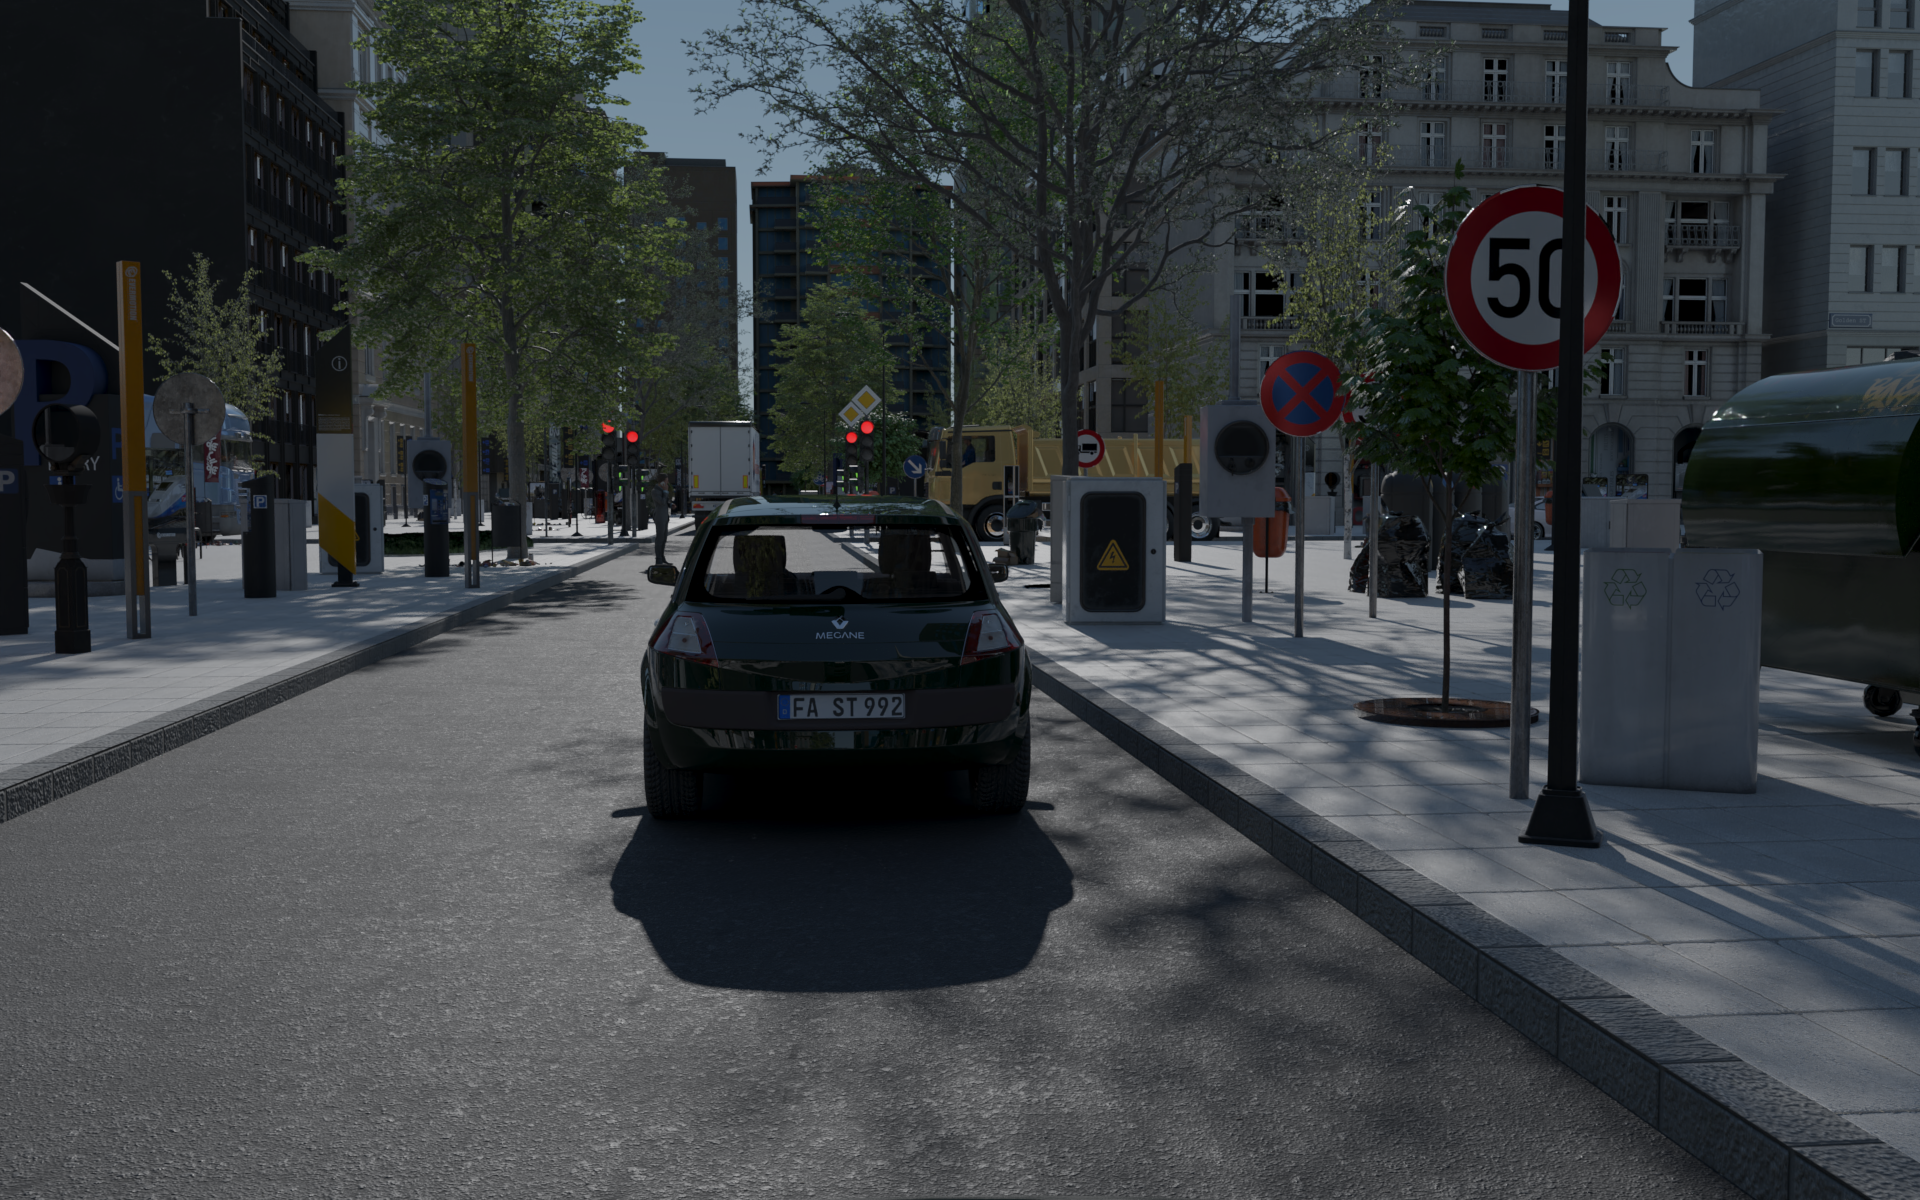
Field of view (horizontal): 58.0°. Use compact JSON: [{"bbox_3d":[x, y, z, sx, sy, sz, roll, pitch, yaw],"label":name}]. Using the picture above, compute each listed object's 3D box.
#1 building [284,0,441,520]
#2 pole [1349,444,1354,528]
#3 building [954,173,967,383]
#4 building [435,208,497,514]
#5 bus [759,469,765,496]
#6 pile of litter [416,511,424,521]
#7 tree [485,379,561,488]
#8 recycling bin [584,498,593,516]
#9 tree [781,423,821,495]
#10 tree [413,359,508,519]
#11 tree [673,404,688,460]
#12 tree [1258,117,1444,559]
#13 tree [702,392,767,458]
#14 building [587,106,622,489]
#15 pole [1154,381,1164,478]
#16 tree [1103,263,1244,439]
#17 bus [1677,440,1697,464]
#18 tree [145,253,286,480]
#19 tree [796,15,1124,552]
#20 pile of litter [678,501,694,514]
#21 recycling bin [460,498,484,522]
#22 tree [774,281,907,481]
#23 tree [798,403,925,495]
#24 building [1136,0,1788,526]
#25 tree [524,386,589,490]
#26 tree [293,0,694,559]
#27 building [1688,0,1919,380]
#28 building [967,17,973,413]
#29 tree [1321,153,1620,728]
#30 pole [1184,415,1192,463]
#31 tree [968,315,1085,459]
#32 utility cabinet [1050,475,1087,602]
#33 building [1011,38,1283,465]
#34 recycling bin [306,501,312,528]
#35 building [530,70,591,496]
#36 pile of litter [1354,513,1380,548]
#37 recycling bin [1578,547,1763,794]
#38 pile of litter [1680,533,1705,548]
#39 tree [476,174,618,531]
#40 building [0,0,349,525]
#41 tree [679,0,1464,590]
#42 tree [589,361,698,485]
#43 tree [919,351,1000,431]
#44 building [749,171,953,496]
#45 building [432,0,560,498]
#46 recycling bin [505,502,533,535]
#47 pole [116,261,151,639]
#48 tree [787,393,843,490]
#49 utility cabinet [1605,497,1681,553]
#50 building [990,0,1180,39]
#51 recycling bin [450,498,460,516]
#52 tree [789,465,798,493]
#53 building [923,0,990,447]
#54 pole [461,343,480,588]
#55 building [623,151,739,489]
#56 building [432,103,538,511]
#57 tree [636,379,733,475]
[{"bbox_3d":[-34.884,-18.489,88.201,13.634,28.700,20.117,0,4,-6],"label":"building"},{"bbox_3d":[14.715,-4.365,65.203,0.158,3.312,0.155,0,3,0],"label":"pole"},{"bbox_3d":[10.058,-37.557,237.753,21.600,48.544,21.300,0,4,-6],"label":"building"},{"bbox_3d":[-37.947,-16.419,110.250,13.314,21.916,24.055,0,4,-6],"label":"building"},{"bbox_3d":[-18.607,-9.821,152.116,2.896,3.916,12.252,0,4,-6],"label":"bus"},{"bbox_3d":[-25.297,-4.225,83.048,1.719,0.858,1.176,-2,4,-31],"label":"pile of litter"},{"bbox_3d":[-25.218,-9.205,100.869,4.360,8.622,3.978,0,3,0],"label":"tree"},{"bbox_3d":[-22.072,-5.585,103.868,0.722,1.027,0.722,-3,5,-39],"label":"recycling bin"},{"bbox_3d":[-14.813,-12.836,160.236,4.360,8.622,3.978,0,3,0],"label":"tree"},{"bbox_3d":[-25.228,-8.370,87.207,4.737,8.622,4.395,0,3,0],"label":"tree"},{"bbox_3d":[-20.065,-12.938,137.288,9.928,11.665,9.643,0,3,0],"label":"tree"},{"bbox_3d":[7.659,-5.092,33.613,4.360,8.622,3.978,0,3,0],"label":"tree"},{"bbox_3d":[-25.882,-17.339,190.141,9.857,13.997,8.962,0,3,0],"label":"tree"},{"bbox_3d":[-58.135,-39.439,234.070,27.495,52.752,28.713,0,4,-6],"label":"building"},{"bbox_3d":[3.595,-2.291,31.302,0.158,3.312,0.155,0,3,0],"label":"pole"},{"bbox_3d":[6.683,-6.380,54.681,4.737,8.622,4.395,0,3,0],"label":"tree"},{"bbox_3d":[28.148,-3.718,52.331,12.252,3.916,2.896,0,4,-8],"label":"bus"},{"bbox_3d":[-22.394,-6.254,52.623,4.360,8.622,3.978,0,3,0],"label":"tree"},{"bbox_3d":[0.046,-6.862,37.954,9.928,11.665,9.643,0,3,0],"label":"tree"},{"bbox_3d":[-17.770,-5.996,111.995,1.176,0.858,1.719,-1,4,-9],"label":"pile of litter"},{"bbox_3d":[-22.097,-4.044,78.675,0.722,1.027,0.722,1,4,12],"label":"recycling bin"},{"bbox_3d":[-6.569,-10.681,92.759,7.486,12.596,7.792,0,3,0],"label":"tree"},{"bbox_3d":[-2.897,-4.641,59.596,4.285,4.588,4.351,0,3,0],"label":"tree"},{"bbox_3d":[20.849,-14.296,75.543,24.055,21.916,13.314,0,4,-6],"label":"building"},{"bbox_3d":[-24.889,-9.748,109.745,4.737,8.622,4.395,0,3,0],"label":"tree"},{"bbox_3d":[-9.178,-7.112,34.402,7.486,12.596,7.792,0,3,0],"label":"tree"},{"bbox_3d":[49.098,-18.290,76.531,29.804,29.767,11.434,0,4,-6],"label":"building"},{"bbox_3d":[7.368,-28.673,152.398,14.154,41.232,14.086,0,4,-6],"label":"building"},{"bbox_3d":[2.934,-0.936,9.911,1.663,3.219,1.824,0,3,0],"label":"tree"},{"bbox_3d":[5.913,-3.130,45.016,0.158,3.312,0.155,0,3,0],"label":"pole"},{"bbox_3d":[2.831,-7.369,70.848,4.360,8.622,3.978,0,3,0],"label":"tree"},{"bbox_3d":[1.429,-0.736,20.709,0.318,1.500,1.173,1,4,23],"label":"utility cabinet"},{"bbox_3d":[15.240,-18.837,112.498,19.350,26.468,34.151,0,4,-6],"label":"building"},{"bbox_3d":[-25.205,-3.268,65.984,0.722,1.027,0.722,3,5,41],"label":"recycling bin"},{"bbox_3d":[-46.119,-32.308,178.342,14.200,45.320,14.600,0,4,-6],"label":"building"},{"bbox_3d":[10.021,-1.662,41.137,1.176,0.858,1.719,0,4,-4],"label":"pile of litter"},{"bbox_3d":[3.206,0.289,7.822,0.722,1.027,0.722,1,4,23],"label":"recycling bin"},{"bbox_3d":[10.138,-0.638,24.397,1.719,0.858,1.176,-1,4,-13],"label":"pile of litter"},{"bbox_3d":[-11.514,-9.155,60.052,12.009,13.543,11.850,0,3,0],"label":"tree"},{"bbox_3d":[-33.163,-14.729,70.503,12.332,23.373,15.834,0,4,-6],"label":"building"},{"bbox_3d":[1.525,-6.894,23.089,12.009,13.543,11.850,0,3,0],"label":"tree"},{"bbox_3d":[-15.127,-8.290,85.910,4.737,8.622,4.395,0,3,0],"label":"tree"},{"bbox_3d":[0.180,-8.355,86.967,4.737,8.622,4.395,0,3,0],"label":"tree"},{"bbox_3d":[-15.597,-35.535,235.618,28.867,44.769,22.147,0,4,-6],"label":"building"},{"bbox_3d":[-45.246,-43.325,146.609,20.563,71.187,20.611,0,4,-6],"label":"building"},{"bbox_3d":[-13.834,-2.552,54.274,0.722,1.027,0.722,-2,4,-27],"label":"recycling bin"},{"bbox_3d":[-7.300,-1.312,15.301,0.158,3.312,0.155,0,3,0],"label":"pole"},{"bbox_3d":[-9.633,-10.368,119.875,4.737,8.622,4.395,0,3,0],"label":"tree"},{"bbox_3d":[8.988,-0.709,22.749,1.020,1.237,0.306,-2,4,-28],"label":"utility cabinet"},{"bbox_3d":[9.116,-27.807,138.246,14.154,41.232,14.086,0,4,-6],"label":"building"},{"bbox_3d":[-29.509,-5.408,100.976,0.722,1.027,0.722,-2,4,-27],"label":"recycling bin"},{"bbox_3d":[-12.039,-9.478,138.686,4.285,4.588,4.351,0,3,0],"label":"tree"},{"bbox_3d":[8.695,-52.689,174.134,22.319,86.520,31.000,0,4,-6],"label":"building"},{"bbox_3d":[-6.655,-1.816,23.536,0.158,3.312,0.155,0,3,0],"label":"pole"},{"bbox_3d":[-36.666,-35.463,229.922,14.200,45.320,14.600,0,4,-6],"label":"building"},{"bbox_3d":[-40.219,-21.974,130.979,14.160,30.474,14.107,0,4,-6],"label":"building"},{"bbox_3d":[-19.578,-11.728,126.158,8.767,10.594,7.601,-1,4,-20],"label":"tree"}]
